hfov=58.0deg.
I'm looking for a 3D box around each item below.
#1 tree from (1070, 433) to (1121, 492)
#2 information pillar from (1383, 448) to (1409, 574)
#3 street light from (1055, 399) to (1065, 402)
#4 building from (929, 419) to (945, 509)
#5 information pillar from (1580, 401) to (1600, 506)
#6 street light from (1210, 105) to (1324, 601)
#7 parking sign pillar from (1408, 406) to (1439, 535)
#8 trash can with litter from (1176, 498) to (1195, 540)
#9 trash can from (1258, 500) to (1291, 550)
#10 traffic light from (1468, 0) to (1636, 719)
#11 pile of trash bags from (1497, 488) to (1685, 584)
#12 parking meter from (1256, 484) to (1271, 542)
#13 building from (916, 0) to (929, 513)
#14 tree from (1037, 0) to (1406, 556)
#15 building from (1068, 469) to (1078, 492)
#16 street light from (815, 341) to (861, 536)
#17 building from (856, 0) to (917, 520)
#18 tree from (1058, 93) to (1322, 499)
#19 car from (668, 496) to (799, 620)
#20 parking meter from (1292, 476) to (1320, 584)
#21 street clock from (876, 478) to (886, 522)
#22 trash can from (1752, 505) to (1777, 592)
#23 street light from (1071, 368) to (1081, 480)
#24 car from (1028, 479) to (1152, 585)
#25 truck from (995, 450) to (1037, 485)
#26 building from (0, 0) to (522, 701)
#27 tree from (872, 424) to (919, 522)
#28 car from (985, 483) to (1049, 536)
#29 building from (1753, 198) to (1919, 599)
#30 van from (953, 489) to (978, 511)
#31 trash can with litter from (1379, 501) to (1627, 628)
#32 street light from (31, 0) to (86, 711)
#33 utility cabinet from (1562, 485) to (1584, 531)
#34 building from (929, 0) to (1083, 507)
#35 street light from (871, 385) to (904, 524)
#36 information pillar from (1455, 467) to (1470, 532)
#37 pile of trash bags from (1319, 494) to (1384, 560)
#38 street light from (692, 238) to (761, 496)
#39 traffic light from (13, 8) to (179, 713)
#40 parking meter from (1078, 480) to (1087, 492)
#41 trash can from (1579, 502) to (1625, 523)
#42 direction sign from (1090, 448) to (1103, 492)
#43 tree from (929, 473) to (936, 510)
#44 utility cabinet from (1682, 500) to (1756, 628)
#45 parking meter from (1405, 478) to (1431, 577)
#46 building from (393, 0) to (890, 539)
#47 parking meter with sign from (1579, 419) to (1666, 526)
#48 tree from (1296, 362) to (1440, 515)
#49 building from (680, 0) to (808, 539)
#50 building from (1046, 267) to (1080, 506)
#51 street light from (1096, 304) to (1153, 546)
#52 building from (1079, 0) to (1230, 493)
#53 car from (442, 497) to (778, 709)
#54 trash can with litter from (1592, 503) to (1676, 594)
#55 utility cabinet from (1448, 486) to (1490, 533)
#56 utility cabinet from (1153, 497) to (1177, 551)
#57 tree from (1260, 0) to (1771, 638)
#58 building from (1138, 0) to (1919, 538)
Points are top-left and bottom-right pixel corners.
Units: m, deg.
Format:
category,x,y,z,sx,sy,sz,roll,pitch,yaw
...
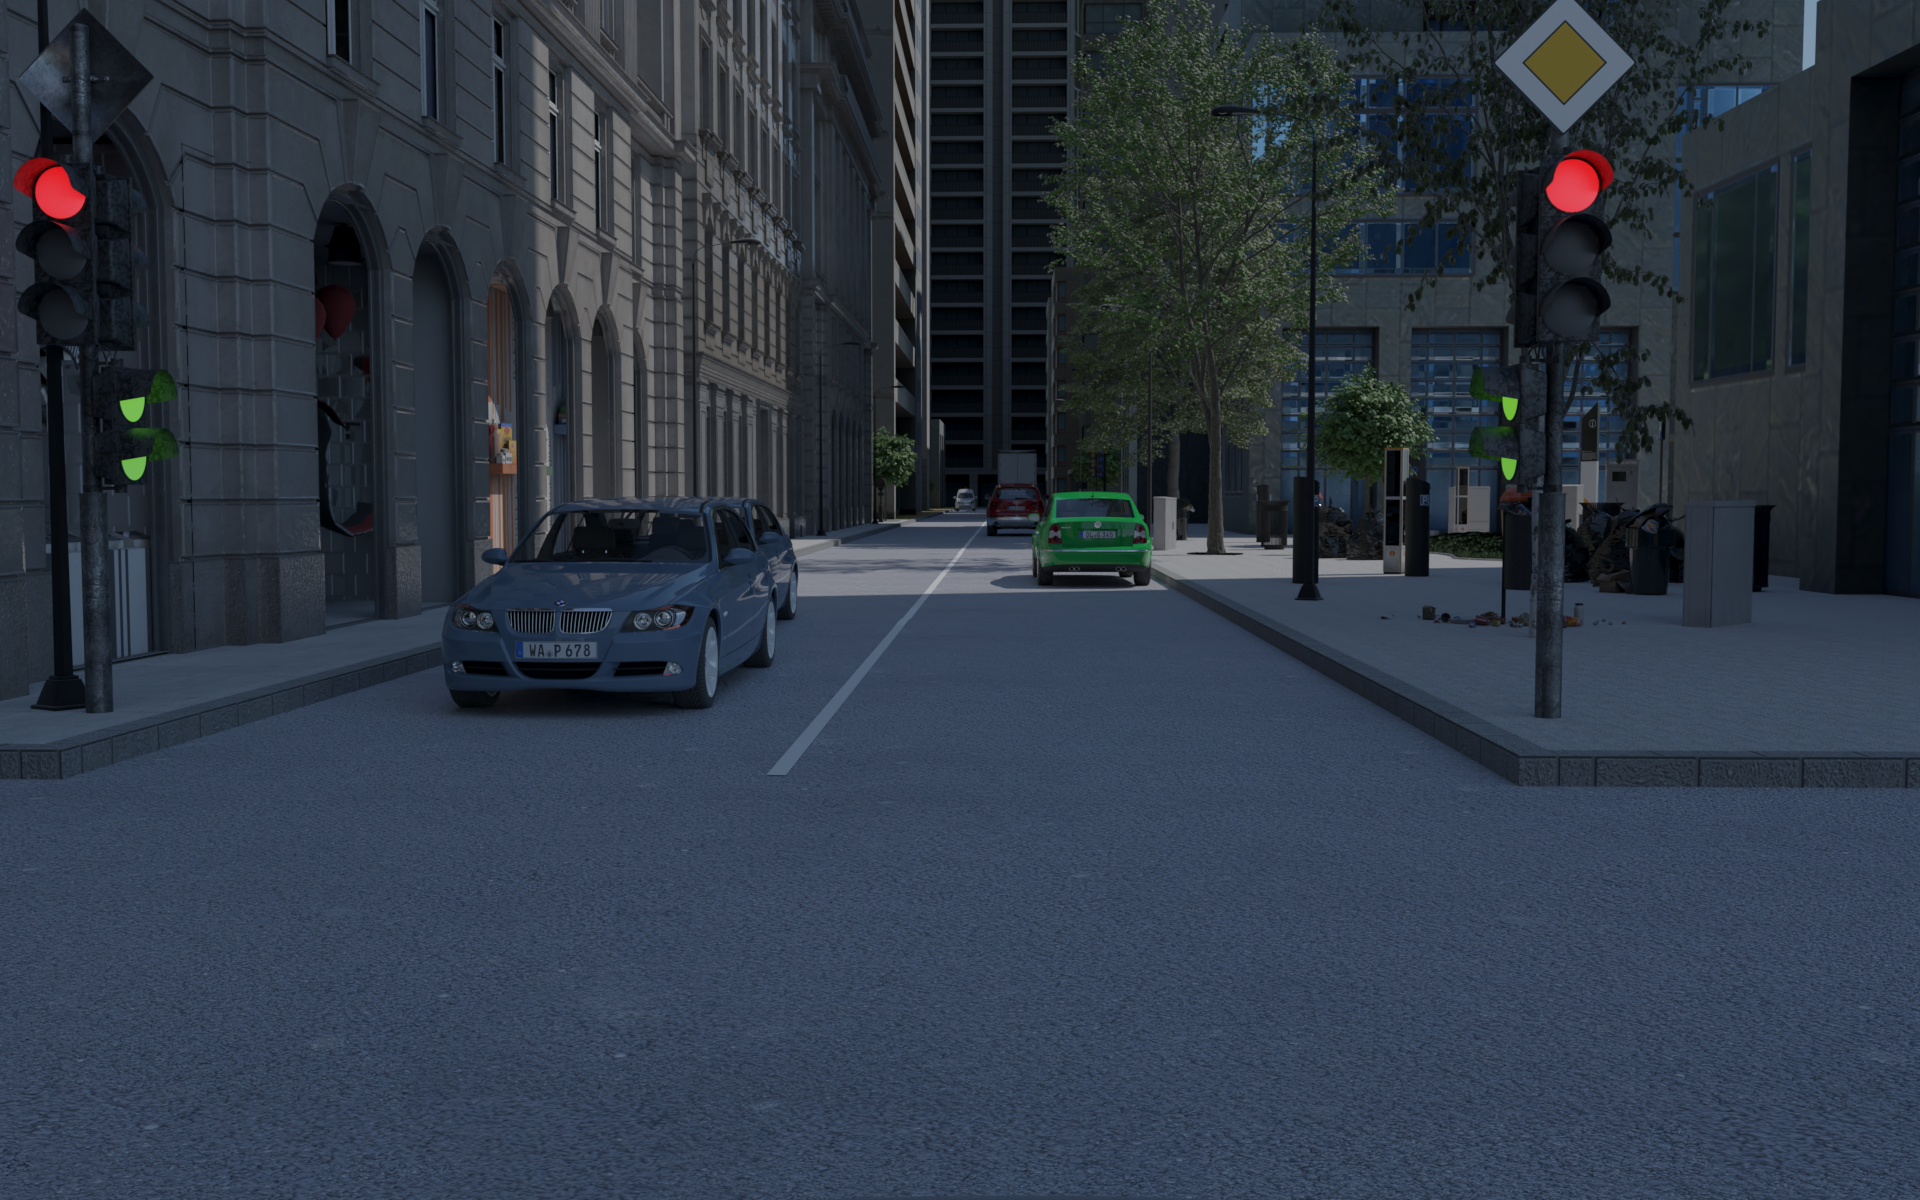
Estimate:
category,x,y,z,sx,sy,sz,roll,pitch,yaw
tree,7.389,-6.652,92.476,4.285,4.588,4.351,0,3,0
information pillar,6.984,-1.422,27.749,0.304,2.012,0.304,2,4,33
street light,5.353,-6.876,84.971,1.470,5.913,1.316,0,4,2
building,-17.195,-51.144,148.873,31.000,86.520,22.319,0,4,2
information pillar,16.015,-3.221,44.023,0.183,3.616,0.504,-2,4,-33
street light,3.693,-2.954,20.844,1.470,5.913,1.316,0,4,2
parking sign pillar,13.810,-3.915,52.486,1.447,3.967,1.447,1,4,22
trash can with litter,6.009,-2.239,47.996,0.624,1.170,1.055,2,4,34
trash can,7.267,-1.737,40.051,0.748,1.137,0.748,0,3,0
traffic light,3.363,-1.280,9.850,0.839,4.253,0.868,0,4,2
pile of trash bags,8.985,-0.928,24.918,3.447,1.369,1.912,-2,4,-34
parking meter,8.065,-2.300,46.013,0.372,1.533,0.369,0,3,0
building,-13.272,-35.376,120.389,21.231,58.520,28.212,0,4,2
tree,5.236,-6.760,36.277,9.928,11.665,9.643,0,3,0
building,23.794,-26.139,119.258,32.217,40.220,23.993,0,4,2
street light,-3.706,-4.909,52.805,1.470,5.913,1.316,0,4,2
building,-13.624,-28.877,95.834,21.300,48.544,21.600,0,4,2
tree,6.570,-8.048,49.712,7.486,12.596,7.792,0,3,0
car,-2.829,-0.400,18.550,2.014,1.417,4.499,0,4,3
parking meter,4.965,-1.006,24.854,0.372,1.533,0.369,0,3,0
street clock,-3.576,-4.505,78.228,0.471,2.002,0.358,1,4,12
trash can,10.347,-0.685,22.855,0.748,1.137,0.748,0,3,0
street light,4.786,-5.578,63.738,1.470,5.913,1.316,0,4,2
car,2.111,-1.207,28.526,1.959,1.807,4.718,0,4,0
truck,3.762,-7.761,115.804,2.839,4.237,11.283,0,4,1
building,-11.489,-10.986,21.421,13.314,21.916,24.055,0,4,2
tree,-3.585,-5.979,81.470,4.285,4.588,4.351,0,3,0
car,1.983,-3.168,60.473,2.281,1.827,5.304,0,4,2
building,26.640,-43.152,18.200,31.000,86.520,22.319,0,4,2
van,0.476,-8.434,144.902,2.013,2.044,4.112,0,4,1
trash can with litter,5.333,-0.380,17.270,2.233,1.210,1.678,3,5,39
street light,-4.837,-2.303,10.201,1.470,5.913,1.316,0,4,2
utility cabinet,14.150,-1.976,40.984,0.318,1.500,1.173,-3,4,-36
building,6.812,-45.236,177.862,20.611,71.187,20.563,0,4,2
street light,-3.097,-6.211,74.093,1.470,5.913,1.316,0,4,2
information pillar,13.630,-2.601,47.024,0.304,2.012,0.304,0,4,5
pile of trash bags,7.902,-1.558,35.219,1.912,1.369,3.447,-2,4,-24
street light,-4.299,-3.611,31.574,1.470,5.913,1.316,0,4,2
traffic light,-5.046,-1.294,10.070,0.839,4.253,0.868,0,4,2
parking meter,5.235,-4.162,73.758,0.255,1.863,0.399,-2,4,-26
trash can,10.886,-1.087,29.419,0.748,1.137,0.748,0,3,0
direction sign,6.626,-5.640,84.214,0.379,3.537,0.876,-3,5,-41
tree,-2.638,-8.781,138.178,1.663,3.219,1.824,0,3,0
utility cabinet,7.456,-0.359,17.029,1.020,1.237,0.306,-3,5,-45
parking meter,7.132,-1.137,26.995,0.372,1.533,0.369,0,3,0
building,-10.035,-13.612,64.356,13.314,21.916,24.055,0,4,2
parking meter with sign,14.709,-2.585,38.534,1.738,3.016,0.543,1,4,17
tree,10.155,-3.620,42.903,4.285,4.588,4.351,0,3,0
building,-9.594,-11.871,43.241,9.793,20.994,18.267,0,4,2
building,21.417,-18.426,146.310,27.650,21.520,28.899,0,4,2
street light,4.116,-4.279,42.509,1.470,5.913,1.316,0,4,2
building,13.912,-20.129,100.811,14.160,30.474,14.107,0,4,2
car,-2.465,-0.068,13.114,2.014,1.417,4.499,0,4,2
trash can with litter,8.629,-0.665,22.258,0.624,1.170,1.055,-2,4,-32
utility cabinet,14.882,-2.567,50.656,1.173,1.500,0.318,-1,4,-15
utility cabinet,4.715,-1.750,39.777,0.306,1.237,1.020,1,4,21
tree,4.985,-3.956,15.044,4.360,8.622,3.978,0,3,0
building,18.662,-46.138,67.024,22.319,86.520,31.000,0,4,2
